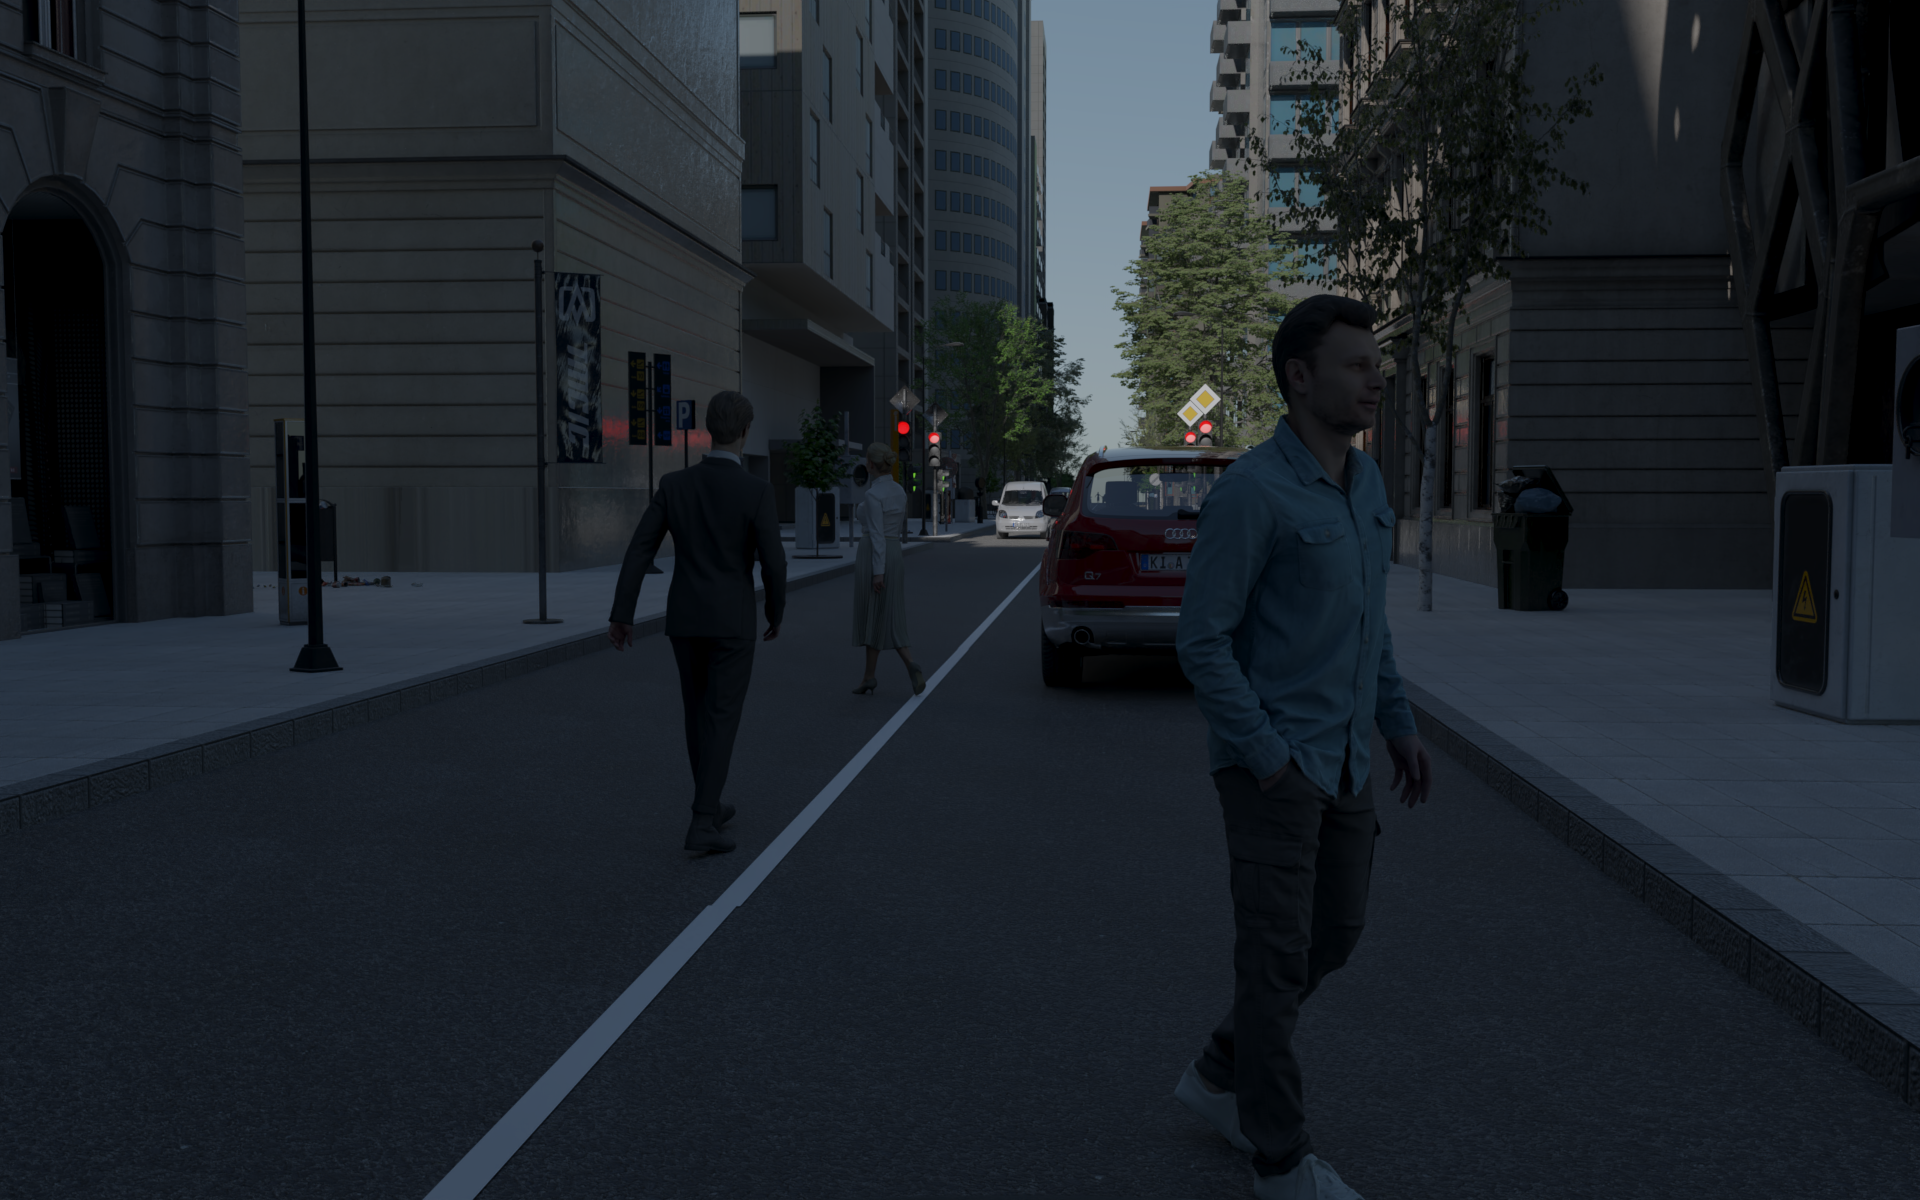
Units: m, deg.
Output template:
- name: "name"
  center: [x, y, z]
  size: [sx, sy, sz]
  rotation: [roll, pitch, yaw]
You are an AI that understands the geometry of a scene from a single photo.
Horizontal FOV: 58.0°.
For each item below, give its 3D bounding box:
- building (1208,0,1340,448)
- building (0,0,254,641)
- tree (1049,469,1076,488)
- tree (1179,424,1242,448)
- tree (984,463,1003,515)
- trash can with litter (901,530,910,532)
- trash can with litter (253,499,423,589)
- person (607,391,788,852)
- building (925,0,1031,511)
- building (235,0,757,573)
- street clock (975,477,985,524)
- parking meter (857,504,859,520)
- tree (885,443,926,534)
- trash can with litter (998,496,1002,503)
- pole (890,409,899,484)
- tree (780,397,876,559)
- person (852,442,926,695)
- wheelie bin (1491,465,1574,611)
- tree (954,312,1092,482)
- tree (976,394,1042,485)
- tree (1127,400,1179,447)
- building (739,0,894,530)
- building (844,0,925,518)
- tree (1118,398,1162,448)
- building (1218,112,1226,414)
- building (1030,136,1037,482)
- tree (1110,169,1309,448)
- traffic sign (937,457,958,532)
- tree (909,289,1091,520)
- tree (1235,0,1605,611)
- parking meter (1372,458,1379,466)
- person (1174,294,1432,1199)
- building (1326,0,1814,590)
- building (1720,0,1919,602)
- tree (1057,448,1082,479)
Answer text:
- name: "building"
  center: [25.535, -29.156, 96.311]
  size: [23.786, 49.044, 30.456]
  rotation: [0, 4, 5]
- name: "building"
  center: [-14.488, -10.114, 7.164]
  size: [13.314, 21.916, 24.055]
  rotation: [0, 4, 5]
- name: "tree"
  center: [14.938, -15.861, 243.039]
  size: [4.285, 4.588, 4.351]
  rotation: [0, 3, 0]
- name: "tree"
  center: [10.085, -5.369, 71.492]
  size: [4.285, 4.588, 4.351]
  rotation: [0, 3, 0]
- name: "tree"
  center: [1.872, -6.930, 107.899]
  size: [1.663, 3.219, 1.824]
  rotation: [0, 3, 0]
- name: "trash can with litter"
  center: [-2.519, -2.948, 59.258]
  size: [1.678, 1.210, 2.233]
  rotation: [1, 4, 21]
- name: "trash can with litter"
  center: [-8.612, -0.795, 24.048]
  size: [2.233, 1.210, 1.678]
  rotation: [1, 4, 12]
- name: "person"
  center: [-0.995, 0.072, 7.093]
  size: [0.659, 1.850, 0.755]
  rotation: [1, 4, 15]
- name: "building"
  center: [-4.140, -38.458, 170.791]
  size: [21.231, 58.520, 28.212]
  rotation: [0, 4, 5]
- name: "building"
  center: [-20.098, -12.396, 35.960]
  size: [30.059, 22.955, 16.112]
  rotation: [0, 4, 5]
- name: "street clock"
  center: [0.877, -4.339, 75.508]
  size: [0.358, 2.002, 0.471]
  rotation: [3, 5, 41]
- name: "parking meter"
  center: [-4.897, -4.698, 85.229]
  size: [0.372, 1.533, 0.369]
  rotation: [0, 3, 0]
- name: "tree"
  center: [-2.167, -3.774, 56.303]
  size: [1.663, 3.219, 1.824]
  rotation: [0, 3, 0]
- name: "trash can with litter"
  center: [3.380, -7.130, 127.955]
  size: [1.055, 1.170, 0.624]
  rotation: [-1, 4, -14]
- name: "pole"
  center: [-1.575, -2.931, 41.763]
  size: [0.158, 3.312, 0.155]
  rotation: [0, 3, 0]
- name: "tree"
  center: [-2.732, -2.447, 34.613]
  size: [1.663, 3.219, 1.824]
  rotation: [0, 3, 0]
- name: "person"
  center: [-0.506, -0.218, 12.291]
  size: [0.641, 1.798, 0.478]
  rotation: [3, 5, 43]
- name: "wheelie bin"
  center: [6.316, -0.688, 19.152]
  size: [0.693, 1.594, 0.980]
  rotation: [-1, 4, -17]
- name: "tree"
  center: [4.087, -13.108, 120.978]
  size: [9.857, 13.997, 8.962]
  rotation: [0, 3, 0]
- name: "tree"
  center: [3.257, -9.934, 112.785]
  size: [4.737, 8.622, 4.395]
  rotation: [0, 3, 0]
- name: "tree"
  center: [13.726, -10.319, 119.070]
  size: [4.360, 8.622, 3.978]
  rotation: [0, 3, 0]
- name: "building"
  center: [-17.258, -29.291, 68.148]
  size: [28.713, 52.752, 27.495]
  rotation: [0, 4, 5]
- name: "building"
  center: [-10.513, -40.611, 102.241]
  size: [20.563, 71.187, 20.611]
  rotation: [0, 4, 5]
- name: "tree"
  center: [14.189, -11.127, 132.290]
  size: [4.737, 8.622, 4.395]
  rotation: [0, 3, 0]
- name: "building"
  center: [34.286, -27.558, 142.450]
  size: [32.217, 40.220, 23.993]
  rotation: [0, 4, 5]
- name: "building"
  center: [1.186, -31.130, 192.562]
  size: [14.154, 41.232, 14.086]
  rotation: [0, 4, 5]
- name: "tree"
  center: [8.783, -8.764, 61.418]
  size: [7.486, 12.596, 7.792]
  rotation: [0, 3, 0]
- name: "traffic sign"
  center: [-0.466, -3.614, 59.203]
  size: [0.768, 2.556, 0.104]
  rotation: [1, 4, 10]
- name: "tree"
  center: [1.214, -9.894, 87.518]
  size: [9.928, 11.665, 9.643]
  rotation: [0, 3, 0]
- name: "tree"
  center: [5.104, -4.197, 18.981]
  size: [4.360, 8.622, 3.978]
  rotation: [0, 3, 0]
- name: "parking meter"
  center: [6.568, -1.364, 28.017]
  size: [0.255, 1.863, 0.399]
  rotation: [3, 4, 39]
- name: "person"
  center: [0.664, 0.302, 3.581]
  size: [0.620, 1.820, 0.660]
  rotation: [3, 5, 39]
- name: "building"
  center: [12.762, -10.212, 31.595]
  size: [10.561, 19.102, 19.286]
  rotation: [0, 4, 5]
- name: "building"
  center: [15.598, -8.920, 13.287]
  size: [16.820, 18.784, 16.811]
  rotation: [0, 4, 5]
- name: "tree"
  center: [17.303, -21.539, 286.574]
  size: [8.767, 10.594, 7.601]
  rotation: [-1, 4, -19]
